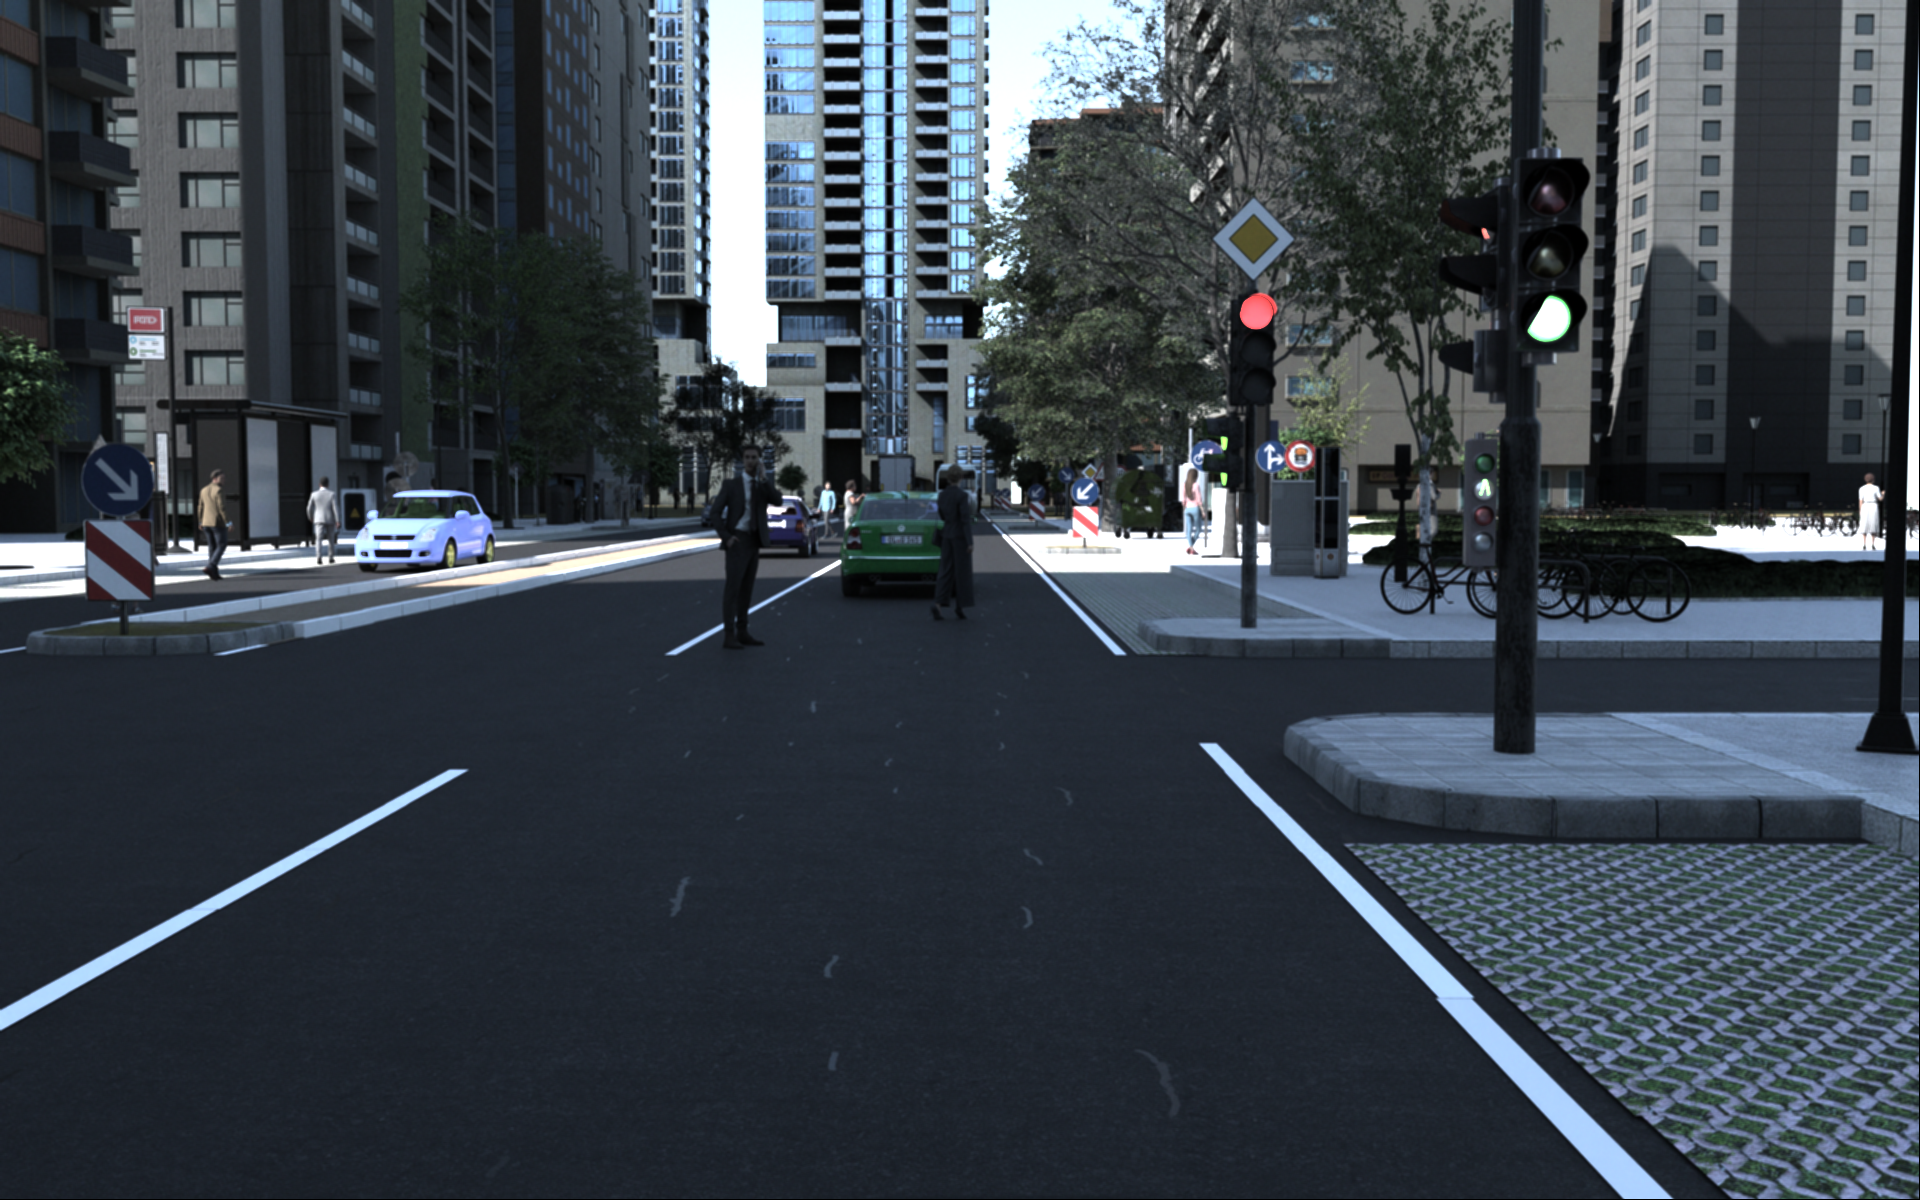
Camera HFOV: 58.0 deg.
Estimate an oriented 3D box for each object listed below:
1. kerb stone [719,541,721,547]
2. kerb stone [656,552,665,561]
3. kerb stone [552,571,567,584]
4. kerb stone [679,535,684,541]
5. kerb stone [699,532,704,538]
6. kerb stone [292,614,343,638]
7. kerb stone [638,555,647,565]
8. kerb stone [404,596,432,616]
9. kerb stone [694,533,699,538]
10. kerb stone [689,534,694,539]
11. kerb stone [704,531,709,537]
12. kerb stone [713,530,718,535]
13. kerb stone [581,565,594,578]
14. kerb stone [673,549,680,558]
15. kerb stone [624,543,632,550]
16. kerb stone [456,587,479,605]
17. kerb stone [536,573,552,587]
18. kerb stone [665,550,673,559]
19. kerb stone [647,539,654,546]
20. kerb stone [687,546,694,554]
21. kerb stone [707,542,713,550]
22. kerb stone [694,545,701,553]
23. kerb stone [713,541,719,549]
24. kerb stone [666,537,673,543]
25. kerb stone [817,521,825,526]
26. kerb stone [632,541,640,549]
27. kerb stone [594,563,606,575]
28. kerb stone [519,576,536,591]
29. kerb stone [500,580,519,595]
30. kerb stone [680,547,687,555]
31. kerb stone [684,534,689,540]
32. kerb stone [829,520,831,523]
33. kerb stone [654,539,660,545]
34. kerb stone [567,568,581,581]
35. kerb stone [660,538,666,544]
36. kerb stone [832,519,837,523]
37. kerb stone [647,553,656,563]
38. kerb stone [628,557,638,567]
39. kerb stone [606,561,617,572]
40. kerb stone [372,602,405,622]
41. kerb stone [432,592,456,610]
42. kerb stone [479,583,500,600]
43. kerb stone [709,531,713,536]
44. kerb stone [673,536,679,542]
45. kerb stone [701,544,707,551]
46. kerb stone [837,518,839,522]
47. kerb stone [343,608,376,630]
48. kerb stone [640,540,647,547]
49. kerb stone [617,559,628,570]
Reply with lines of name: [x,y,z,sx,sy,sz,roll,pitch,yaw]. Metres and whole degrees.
kerb stone: [-6.519,-1.480,46.396,0.120,0.150,1.000,0,3,0]
kerb stone: [-6.536,-0.911,37.157,0.120,0.150,1.000,0,3,0]
kerb stone: [-6.562,-0.352,27.955,0.120,0.150,1.000,0,3,0]
kerb stone: [-8.602,-1.857,52.608,0.120,0.150,1.000,0,3,0]
kerb stone: [-8.591,-2.110,56.701,0.120,0.150,1.000,0,3,0]
kerb stone: [-6.576,0.274,17.714,0.120,0.150,1.000,0,3,0]
kerb stone: [-6.545,-0.789,35.113,0.120,0.150,1.000,0,3,0]
kerb stone: [-6.582,0.086,20.782,0.120,0.150,1.000,0,3,0]
kerb stone: [-8.595,-2.048,55.679,0.120,0.150,1.000,0,3,0]
kerb stone: [-8.600,-1.982,54.657,0.120,0.150,1.000,0,3,0]
kerb stone: [-8.590,-2.174,57.741,0.120,0.150,1.000,0,3,0]
kerb stone: [-8.584,-2.298,59.792,0.120,0.150,1.000,0,3,0]
kerb stone: [-6.554,-0.477,30.000,0.120,0.150,1.000,0,3,0]
kerb stone: [-6.529,-1.038,39.202,0.120,0.150,1.000,0,3,0]
kerb stone: [-8.622,-1.358,44.392,0.120,0.150,1.000,0,3,0]
kerb stone: [-6.574,-0.039,22.826,0.120,0.150,1.000,0,3,0]
kerb stone: [-6.564,-0.290,26.933,0.120,0.150,1.000,0,3,0]
kerb stone: [-6.538,-0.978,38.180,0.120,0.150,1.000,0,3,0]
kerb stone: [-8.616,-1.546,47.475,0.120,0.150,1.000,0,3,0]
kerb stone: [-6.530,-1.166,41.262,0.120,0.150,1.000,0,3,0]
kerb stone: [-6.518,-1.353,44.338,0.120,0.150,1.000,0,3,0]
kerb stone: [-6.525,-1.229,42.286,0.120,0.150,1.000,0,3,0]
kerb stone: [-6.517,-1.413,45.360,0.120,0.150,1.000,0,3,0]
kerb stone: [-8.607,-1.734,50.549,0.120,0.150,1.000,0,3,0]
kerb stone: [-6.450,-3.549,80.225,0.120,0.150,1.000,0,3,0]
kerb stone: [-8.613,-1.420,45.414,0.120,0.150,1.000,0,3,0]
kerb stone: [-6.551,-0.540,31.022,0.120,0.150,1.000,0,3,0]
kerb stone: [-6.560,-0.227,25.911,0.120,0.150,1.000,0,3,0]
kerb stone: [-6.560,-0.163,24.886,0.120,0.150,1.000,0,3,0]
kerb stone: [-6.534,-1.103,40.230,0.120,0.150,1.000,0,3,0]
kerb stone: [-8.602,-1.923,53.634,0.120,0.150,1.000,0,3,0]
kerb stone: [-6.445,-3.737,83.316,0.120,0.150,1.000,0,3,0]
kerb stone: [-8.611,-1.605,48.502,0.120,0.150,1.000,0,3,0]
kerb stone: [-6.557,-0.411,28.978,0.120,0.150,1.000,0,3,0]
kerb stone: [-8.620,-1.670,49.524,0.120,0.150,1.000,0,3,0]
kerb stone: [-6.430,-3.990,87.438,0.120,0.150,1.000,0,3,0]
kerb stone: [-6.541,-0.851,36.135,0.120,0.150,1.000,0,3,0]
kerb stone: [-6.546,-0.727,34.089,0.120,0.150,1.000,0,3,0]
kerb stone: [-6.545,-0.599,32.044,0.120,0.150,1.000,0,3,0]
kerb stone: [-6.586,0.149,19.759,0.120,0.150,1.000,0,3,0]
kerb stone: [-6.579,0.027,21.804,0.120,0.150,1.000,0,3,0]
kerb stone: [-6.573,-0.102,23.857,0.120,0.150,1.000,0,3,0]
kerb stone: [-8.596,-2.235,58.763,0.120,0.150,1.000,0,3,0]
kerb stone: [-8.600,-1.798,51.585,0.120,0.150,1.000,0,3,0]
kerb stone: [-6.526,-1.289,43.312,0.120,0.150,1.000,0,3,0]
kerb stone: [-6.430,-4.048,88.466,0.120,0.150,1.000,0,3,0]
kerb stone: [-6.573,0.217,18.736,0.120,0.150,1.000,0,3,0]
kerb stone: [-8.626,-1.483,46.447,0.120,0.150,1.000,0,3,0]
kerb stone: [-6.552,-0.661,33.067,0.120,0.150,1.000,0,3,0]
